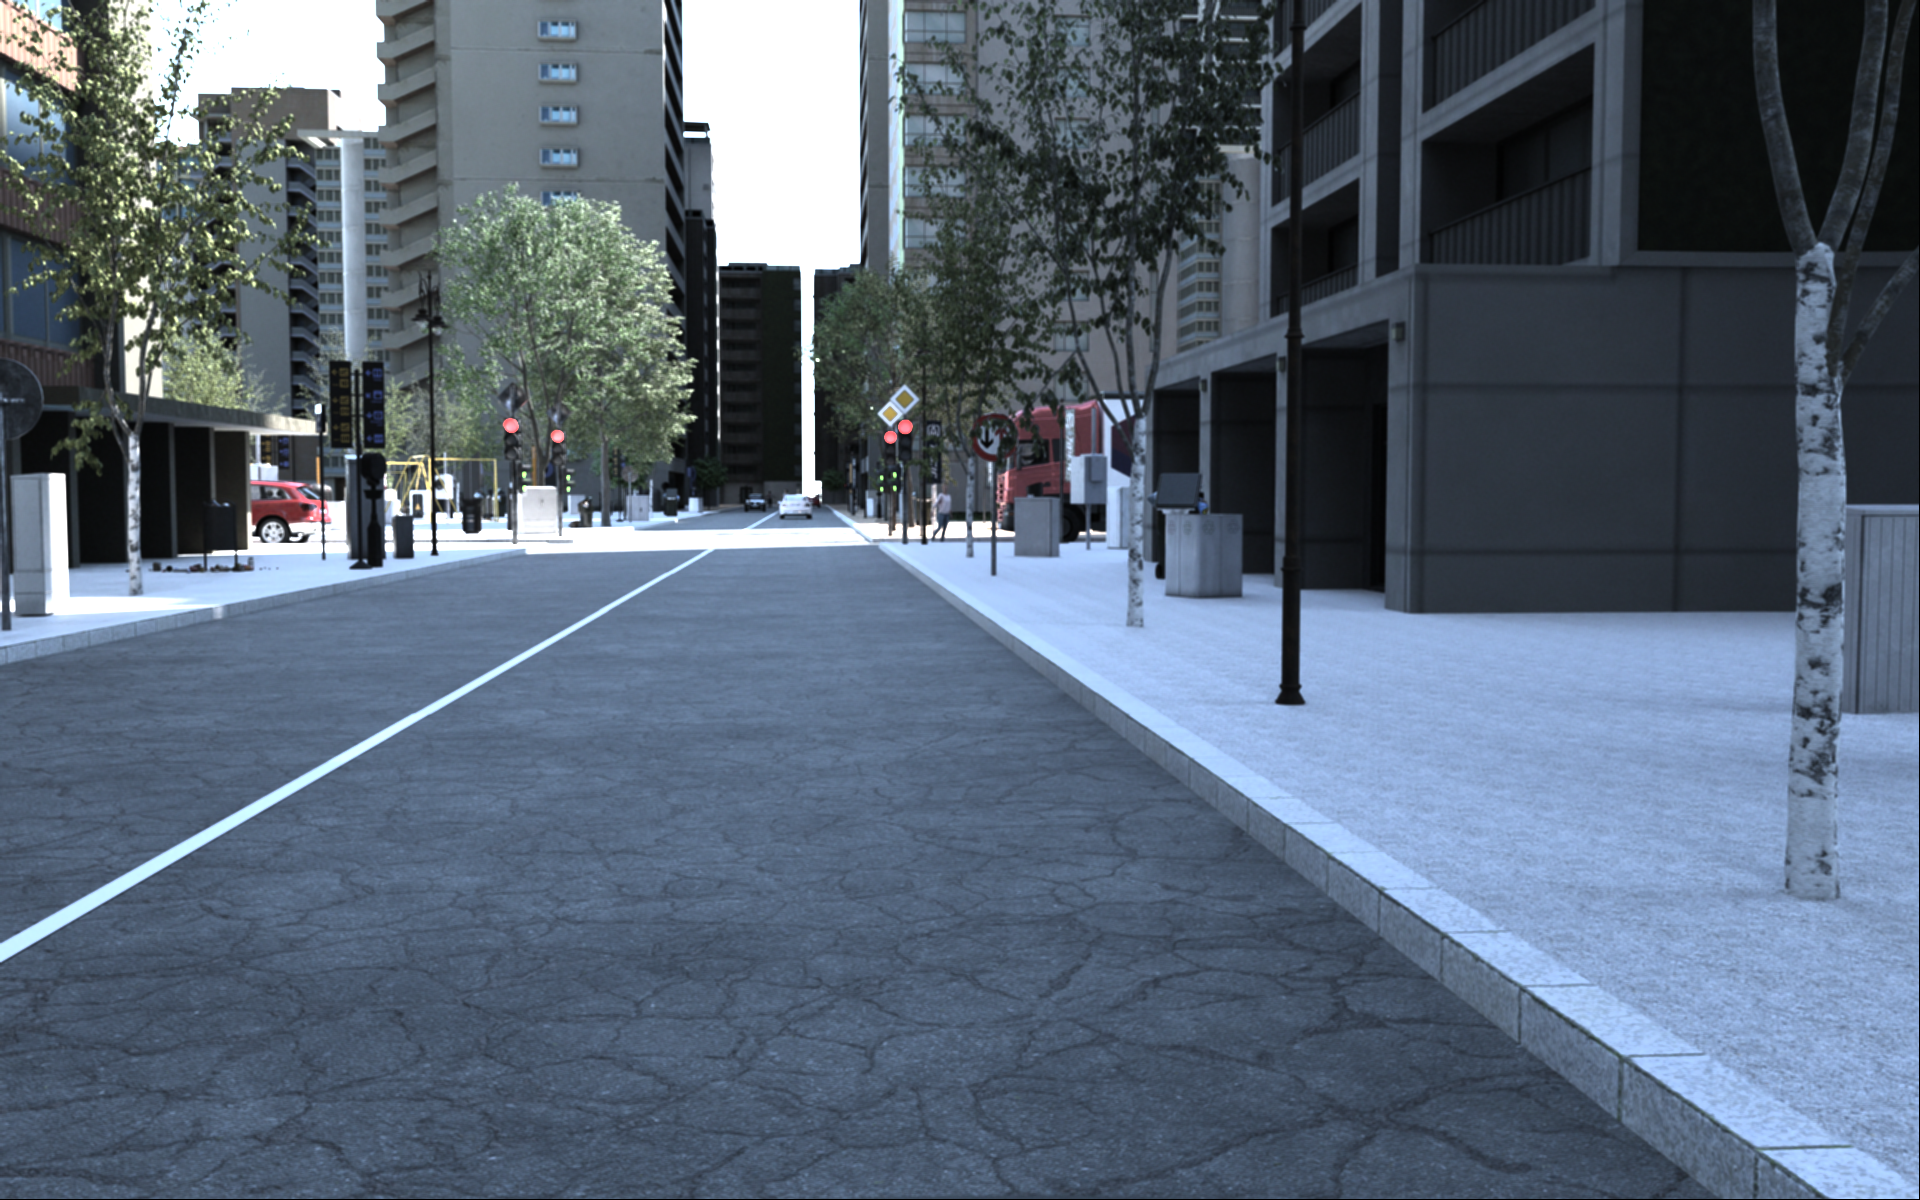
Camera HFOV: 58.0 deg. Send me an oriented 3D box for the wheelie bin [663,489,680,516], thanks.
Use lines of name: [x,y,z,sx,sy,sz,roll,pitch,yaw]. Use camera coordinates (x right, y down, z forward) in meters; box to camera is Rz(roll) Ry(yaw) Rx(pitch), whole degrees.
wheelie bin: [-16.573,-5.599,99.452,0.980,1.594,0.693,0,4,-5]

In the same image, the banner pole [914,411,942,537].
banner pole: [-0.946,-3.781,51.833,0.863,3.779,0.401,0,4,-6]

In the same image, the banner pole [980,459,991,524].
banner pole: [1.202,-5.139,74.037,0.401,3.779,0.863,-3,5,-44]

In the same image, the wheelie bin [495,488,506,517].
wheelie bin: [-25.552,-5.390,96.039,0.693,1.594,0.980,-2,4,-35]

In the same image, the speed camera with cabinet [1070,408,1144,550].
speed camera with cabinet: [3.538,-2.817,40.389,2.038,3.252,0.660,-2,4,-34]

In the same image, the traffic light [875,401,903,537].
traffic light: [-2.122,-3.869,52.176,0.839,4.253,0.868,0,4,-5]

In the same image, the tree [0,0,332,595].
tree: [-10.437,-4.383,22.022,4.737,8.622,4.395,0,3,0]

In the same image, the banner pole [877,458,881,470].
banner pole: [-5.592,-7.945,119.917,0.401,3.779,0.863,1,4,23]

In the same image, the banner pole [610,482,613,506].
banner pole: [-24.920,-8.183,123.802,0.401,3.779,0.863,1,4,11]

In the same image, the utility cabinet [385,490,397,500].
utility cabinet: [-29.529,-4.946,89.544,0.318,1.500,1.173,0,4,6]

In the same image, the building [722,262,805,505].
building: [-26.753,-27.321,218.395,14.107,30.474,14.160,0,4,-5]

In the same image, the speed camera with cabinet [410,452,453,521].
speed camera with cabinet: [-24.956,-5.344,81.713,2.038,3.252,0.660,1,4,20]

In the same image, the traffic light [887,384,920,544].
traffic light: [-1.428,-3.382,44.220,0.839,4.253,0.868,0,4,-5]

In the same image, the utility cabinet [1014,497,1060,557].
utility cabinet: [1.585,-1.498,35.661,1.020,1.237,0.306,3,5,44]

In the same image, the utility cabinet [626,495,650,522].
utility cabinet: [-15.074,-4.276,81.072,1.020,1.237,0.306,0,4,8]

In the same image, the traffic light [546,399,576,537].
traffic light: [-11.845,-3.816,51.316,0.839,4.253,0.868,0,4,-5]

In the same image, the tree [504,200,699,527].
tree: [-14.300,-9.146,67.658,7.486,12.596,7.792,0,3,0]

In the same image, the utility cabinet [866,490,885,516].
utility cabinet: [-4.822,-5.577,99.862,1.173,1.500,0.318,-1,4,-20]

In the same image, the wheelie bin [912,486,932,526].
wheelie bin: [-1.525,-3.802,70.063,0.980,1.594,0.693,-1,4,-10]

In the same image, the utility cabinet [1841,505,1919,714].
utility cabinet: [5.691,0.054,10.276,1.020,1.237,0.306,-1,4,-12]

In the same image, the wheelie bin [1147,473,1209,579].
wheelie bin: [3.315,-1.122,26.250,0.980,1.594,0.693,1,4,21]

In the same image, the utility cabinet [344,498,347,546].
utility cabinet: [-15.035,-1.970,43.364,0.306,1.237,1.020,0,4,8]

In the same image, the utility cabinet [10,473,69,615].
utility cabinet: [-9.893,-0.607,18.610,0.318,1.500,1.173,-1,4,-17]

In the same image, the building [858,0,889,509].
building: [2.898,-31.499,138.713,21.300,48.544,21.600,0,4,-5]

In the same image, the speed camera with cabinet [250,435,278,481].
speed camera with cabinet: [-20.947,-3.599,53.187,2.038,3.252,0.660,2,4,34]

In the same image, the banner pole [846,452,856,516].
banner pole: [-6.347,-6.929,103.298,0.401,3.779,0.863,-1,4,-20]

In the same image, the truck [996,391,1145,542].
truck: [6.035,-3.651,48.615,11.283,4.237,2.839,0,4,-5]

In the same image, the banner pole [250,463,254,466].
banner pole: [-50.631,-8.158,123.403,0.863,3.779,0.401,0,4,3]

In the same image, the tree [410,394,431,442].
tree: [-35.645,-9.618,107.618,4.737,8.622,4.395,0,3,0]

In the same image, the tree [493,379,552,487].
tree: [-26.507,-9.552,106.537,4.360,8.622,3.978,0,3,0]

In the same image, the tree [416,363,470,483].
tree: [-30.007,-9.047,98.277,4.360,8.622,3.978,0,3,0]

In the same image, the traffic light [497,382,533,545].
traffic light: [-11.152,-3.330,43.361,0.839,4.253,0.868,0,4,-5]

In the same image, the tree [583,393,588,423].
tree: [-19.273,-9.032,98.030,4.737,8.622,4.395,0,3,0]

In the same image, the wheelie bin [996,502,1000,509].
wheelie bin: [1.856,-3.972,72.848,0.693,1.594,0.980,1,4,13]

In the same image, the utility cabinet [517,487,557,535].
utility cabinet: [-13.036,-2.739,53.461,1.173,1.500,0.318,-3,4,-39]

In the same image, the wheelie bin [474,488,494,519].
wheelie bin: [-24.278,-4.903,88.071,0.693,1.594,0.980,0,4,5]

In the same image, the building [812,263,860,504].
building: [-11.681,-27.395,219.613,14.107,30.474,14.160,0,4,-5]

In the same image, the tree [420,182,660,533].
tree: [-13.805,-8.040,57.205,9.928,11.665,9.643,0,3,0]

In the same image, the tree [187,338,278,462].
tree: [-34.166,-8.024,81.560,4.360,8.622,3.978,0,3,0]

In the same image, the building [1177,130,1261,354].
building: [34.851,-30.365,188.344,23.993,40.220,32.217,0,4,-5]

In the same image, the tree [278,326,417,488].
tree: [-26.628,-7.653,75.488,4.360,8.622,3.978,0,3,0]

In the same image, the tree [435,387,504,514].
tree: [-33.138,-10.023,114.244,4.737,8.622,4.395,0,3,0]

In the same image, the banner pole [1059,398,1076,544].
banner pole: [2.752,-3.351,44.810,0.401,3.779,0.863,-2,4,-29]

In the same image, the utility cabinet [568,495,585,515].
utility cabinet: [-23.451,-5.798,105.952,1.020,1.237,0.306,-3,5,-42]
